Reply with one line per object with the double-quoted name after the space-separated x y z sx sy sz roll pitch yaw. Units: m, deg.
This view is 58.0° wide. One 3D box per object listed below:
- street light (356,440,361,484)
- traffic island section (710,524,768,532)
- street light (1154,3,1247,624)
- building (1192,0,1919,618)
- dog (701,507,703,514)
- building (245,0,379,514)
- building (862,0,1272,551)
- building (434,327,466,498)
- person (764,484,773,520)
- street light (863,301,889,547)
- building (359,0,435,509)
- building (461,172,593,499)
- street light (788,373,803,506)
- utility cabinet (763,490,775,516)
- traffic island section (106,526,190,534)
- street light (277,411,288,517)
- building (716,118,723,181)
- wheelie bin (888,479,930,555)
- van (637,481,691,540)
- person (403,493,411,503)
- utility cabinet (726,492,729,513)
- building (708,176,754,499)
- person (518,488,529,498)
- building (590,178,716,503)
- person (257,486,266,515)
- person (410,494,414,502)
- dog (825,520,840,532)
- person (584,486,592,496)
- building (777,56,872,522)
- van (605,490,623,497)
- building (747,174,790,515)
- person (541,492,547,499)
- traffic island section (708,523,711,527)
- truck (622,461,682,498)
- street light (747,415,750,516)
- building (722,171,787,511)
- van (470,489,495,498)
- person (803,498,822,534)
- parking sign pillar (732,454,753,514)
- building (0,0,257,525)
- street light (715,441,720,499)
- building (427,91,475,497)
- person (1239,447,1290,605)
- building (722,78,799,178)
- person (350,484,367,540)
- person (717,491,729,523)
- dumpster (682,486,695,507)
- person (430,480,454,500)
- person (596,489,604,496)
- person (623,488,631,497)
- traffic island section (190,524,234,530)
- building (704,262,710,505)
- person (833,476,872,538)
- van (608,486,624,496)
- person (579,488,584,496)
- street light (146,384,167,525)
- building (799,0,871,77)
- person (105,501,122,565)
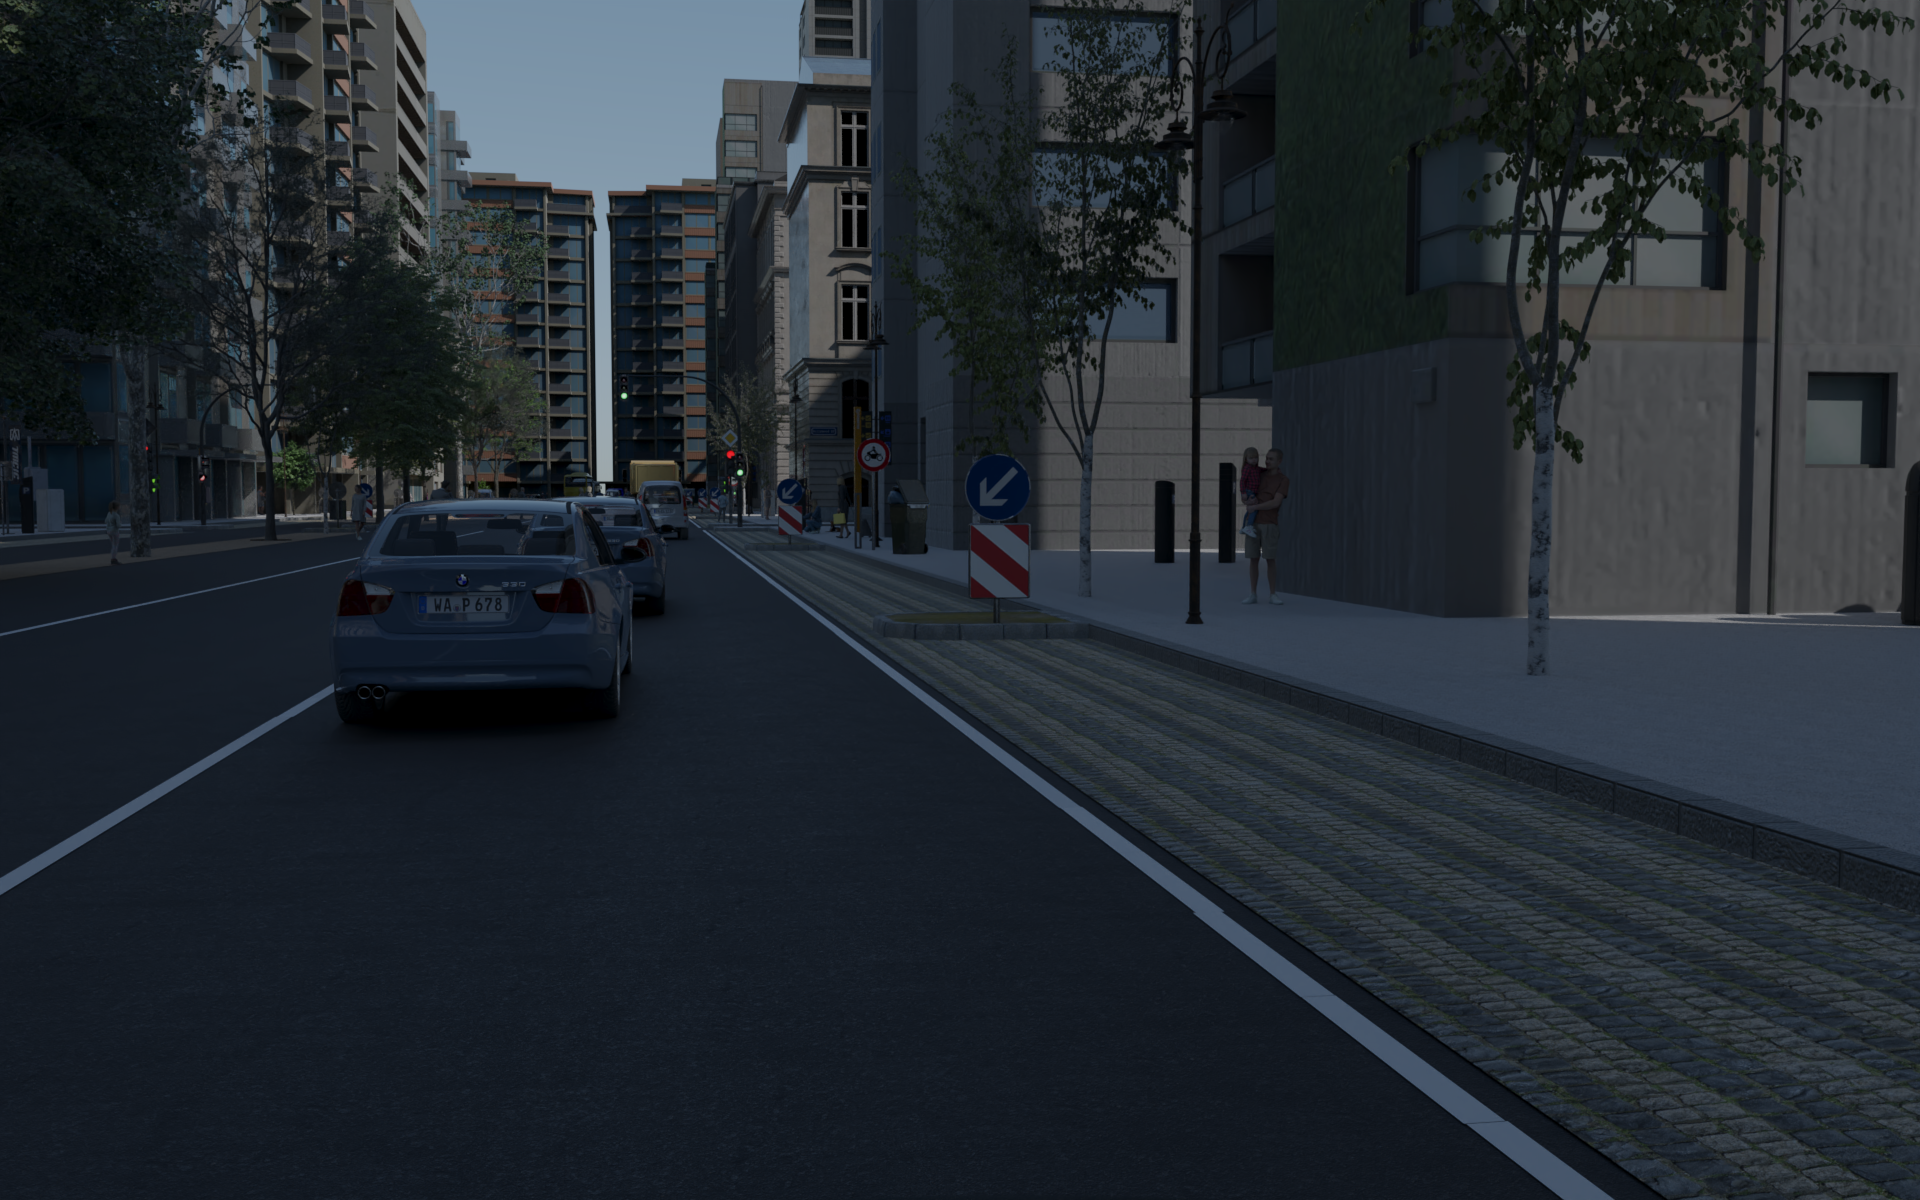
-41.930 -9.065 121.001 0.468 5.910 1.993 -1 4 -10 "street light"
-8.503 -2.738 67.039 2.009 0.180 2.903 -1 4 -10 "traffic island section"
2.322 -2.702 16.972 0.468 5.910 1.993 -1 4 -10 "street light"
10.738 -20.857 24.606 14.154 41.232 14.086 -1 4 -10 "building"
-18.400 -6.377 123.555 0.540 0.507 0.406 3 4 38 "dog"
-52.947 -28.482 120.303 22.147 44.769 28.867 -1 4 -10 "building"
7.757 -31.260 53.095 21.231 58.520 28.212 -1 4 -10 "building"
-67.033 -20.408 178.712 27.650 21.520 28.899 -1 4 -10 "building"
-9.534 -4.885 86.245 0.374 1.781 0.599 2 4 24 "person"
-2.010 -4.208 41.596 0.468 5.910 1.993 -1 4 -10 "street light"
-59.295 -32.392 153.314 21.300 48.544 21.600 -1 4 -10 "building"
-64.699 -35.708 238.446 28.867 44.769 22.147 -1 4 -10 "building"
-6.273 -5.715 66.232 0.468 5.910 1.993 -1 4 -10 "street light"
-11.058 -5.577 99.858 0.318 1.500 1.173 -2 4 -35 "utility cabinet"
-29.721 -2.511 63.329 2.009 0.180 2.903 -1 4 -10 "traffic island section"
-37.585 -7.559 96.380 0.468 5.910 1.993 -1 4 -10 "street light"
-21.258 -33.820 203.072 14.600 45.320 14.200 -1 4 -10 "building"
-1.127 -1.777 36.969 0.980 1.594 0.693 -3 5 -40 "wheelie bin"
-9.643 -2.982 55.768 2.013 2.044 4.112 -1 4 -11 "van"
-30.748 -5.356 96.175 0.767 1.812 0.694 -3 5 -40 "person"
-15.350 -6.543 115.660 0.318 1.500 1.173 0 4 7 "utility cabinet"
-15.680 -23.813 161.045 14.160 30.474 14.107 -1 4 -10 "building"
-24.716 -5.468 98.083 0.661 1.801 0.590 3 5 42 "person"
-36.221 -35.997 243.167 28.867 44.769 22.147 -1 4 -10 "building"
-42.508 -6.065 105.563 0.532 1.782 0.716 -3 4 -38 "person"
-29.043 -5.052 91.777 0.598 1.740 0.731 0 4 3 "person"
-4.215 -2.472 58.147 0.550 0.427 0.748 -1 4 -14 "dog"
-17.811 -4.561 83.263 0.537 1.800 0.526 3 4 39 "person"
8.890 -16.324 85.978 34.723 24.649 14.460 -1 4 -10 "building"
-34.451 -10.075 171.732 2.013 2.044 4.112 -1 4 -11 "van"
-8.280 -17.625 117.044 11.050 23.489 19.941 -1 4 -10 "building"
-47.307 -11.481 197.012 0.742 1.727 0.445 -3 4 -39 "person"
-9.885 -3.219 74.904 2.009 0.180 2.903 -1 4 -10 "traffic island section"
-17.603 -6.333 99.463 3.469 3.379 9.791 -1 4 -11 "truck"
-12.085 -7.719 98.999 0.468 5.910 1.993 -1 4 -10 "street light"
-11.313 -21.110 138.653 14.314 27.812 24.014 -1 4 -10 "building"
-39.594 -8.364 143.758 2.013 2.044 4.112 -1 4 -11 "van"
-4.793 -2.719 55.996 0.738 1.151 1.012 -1 4 -14 "person"
-14.182 -7.595 112.649 1.447 3.967 1.447 -2 4 -27 "parking sign pillar"
-47.267 -28.342 83.001 23.786 49.044 30.456 -1 4 -10 "building"
-20.842 -10.766 148.810 0.468 5.910 1.993 -1 4 -10 "street light"
-73.279 -35.702 203.335 30.456 49.044 23.786 -1 4 -10 "building"
3.494 -0.866 20.177 0.580 1.828 0.573 -1 4 -17 "person"
-16.872 -30.065 175.160 14.154 41.232 14.086 -1 4 -10 "building"
-18.775 -2.737 54.006 0.466 1.731 0.760 -3 4 -37 "person"
-11.668 -4.579 85.176 0.589 1.601 0.330 0 4 -4 "person"
-28.243 -10.586 178.030 1.985 2.255 1.502 -1 4 -10 "dumpster"
-13.787 -2.288 46.095 0.592 1.802 0.473 2 4 29 "person"
-27.462 -7.565 132.372 0.721 1.800 0.419 0 4 -7 "person"
-23.083 -6.857 120.412 0.655 1.846 0.447 0 4 4 "person"
-31.103 -2.992 71.194 2.009 0.180 2.903 -1 4 -10 "traffic island section"
-24.921 -27.260 217.399 14.160 30.474 14.107 -1 4 -10 "building"
-3.150 -2.709 50.553 1.509 1.804 0.699 -3 5 -44 "person"
-39.421 -11.865 198.372 2.240 2.365 5.245 -1 4 -10 "van"
-21.512 -5.474 98.183 0.526 1.800 0.537 -2 4 -30 "person"
-33.263 -6.052 71.736 0.468 5.910 1.993 -1 4 -10 "street light"
-11.702 -49.389 245.763 20.611 71.187 20.563 -1 4 -10 "building"
-17.063 -1.357 34.970 0.425 1.301 0.394 1 4 15 "person"
